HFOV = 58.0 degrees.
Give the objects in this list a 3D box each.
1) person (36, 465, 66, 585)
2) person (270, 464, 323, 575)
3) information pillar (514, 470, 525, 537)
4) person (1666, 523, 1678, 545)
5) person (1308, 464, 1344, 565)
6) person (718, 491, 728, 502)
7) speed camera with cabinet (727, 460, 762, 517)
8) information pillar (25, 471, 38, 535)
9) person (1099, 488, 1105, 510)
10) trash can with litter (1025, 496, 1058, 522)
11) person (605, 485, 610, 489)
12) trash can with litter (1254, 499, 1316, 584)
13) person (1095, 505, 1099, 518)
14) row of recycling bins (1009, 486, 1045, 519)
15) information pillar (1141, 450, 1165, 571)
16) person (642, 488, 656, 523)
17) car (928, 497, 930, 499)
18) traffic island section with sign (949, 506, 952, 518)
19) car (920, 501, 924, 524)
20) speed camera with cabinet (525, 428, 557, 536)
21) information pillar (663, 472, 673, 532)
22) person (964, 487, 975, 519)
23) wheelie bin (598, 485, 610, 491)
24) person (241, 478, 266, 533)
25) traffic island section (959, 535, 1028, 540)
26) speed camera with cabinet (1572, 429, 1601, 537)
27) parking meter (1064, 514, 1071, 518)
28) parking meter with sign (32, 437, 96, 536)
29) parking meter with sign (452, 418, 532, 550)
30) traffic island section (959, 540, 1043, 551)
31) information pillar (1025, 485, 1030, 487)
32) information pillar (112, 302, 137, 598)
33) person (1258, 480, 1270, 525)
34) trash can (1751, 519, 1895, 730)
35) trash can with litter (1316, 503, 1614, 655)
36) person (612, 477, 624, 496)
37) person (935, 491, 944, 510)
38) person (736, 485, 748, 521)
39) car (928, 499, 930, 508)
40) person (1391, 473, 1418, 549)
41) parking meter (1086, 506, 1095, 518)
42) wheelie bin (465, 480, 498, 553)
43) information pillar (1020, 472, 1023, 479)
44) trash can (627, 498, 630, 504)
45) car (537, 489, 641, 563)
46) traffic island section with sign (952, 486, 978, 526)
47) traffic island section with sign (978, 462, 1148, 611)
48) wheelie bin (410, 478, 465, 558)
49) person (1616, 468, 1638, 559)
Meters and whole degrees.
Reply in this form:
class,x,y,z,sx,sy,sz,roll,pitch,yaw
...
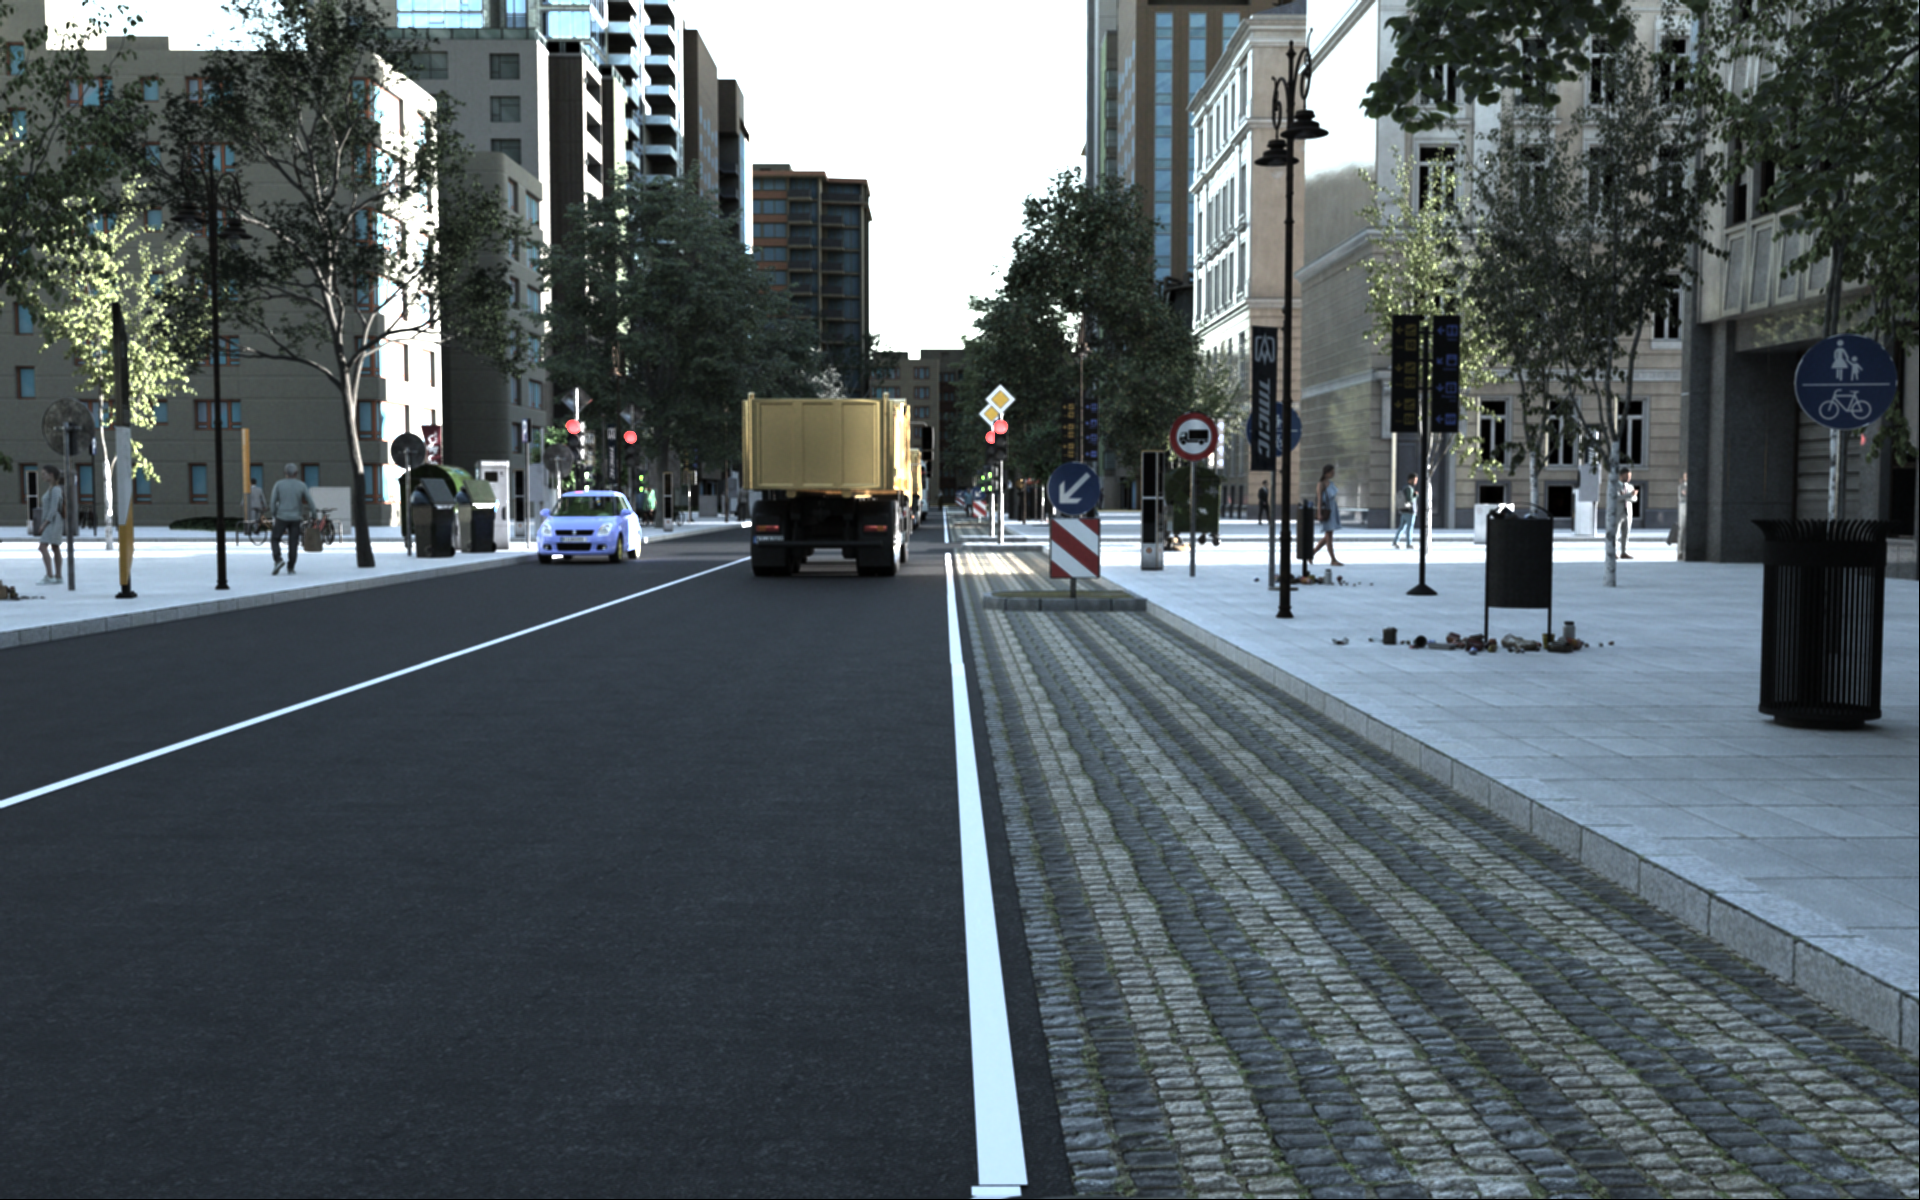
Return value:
class,x,y,z,sx,sy,sz,roll,pitch,yaw
person,-12.970,-1.083,24.748,0.522,1.701,0.512,-3,4,-36
person,-10.629,-1.296,27.712,0.782,1.767,0.515,-2,4,-28
information pillar,-13.212,-2.904,51.971,0.304,2.012,0.304,-1,4,-14
person,18.167,-2.226,42.653,0.699,1.804,1.509,-1,4,-11
person,6.539,-1.525,31.071,0.616,1.811,0.778,-3,5,-44
person,-18.773,-8.119,138.788,0.705,1.824,1.348,3,5,43
speed camera with cabinet,-12.078,-6.257,96.637,2.038,3.252,0.660,-1,4,-11
information pillar,-29.329,-3.074,54.751,0.304,2.012,0.304,-3,4,-37
person,11.613,-8.264,141.606,0.568,1.767,0.683,-1,4,-20
trash can with litter,4.060,-4.561,85.623,2.233,1.210,1.678,0,4,-6
person,-17.154,-4.742,83.761,0.537,1.800,0.526,-3,5,-40
trash can with litter,5.156,-0.874,25.340,1.678,1.210,2.233,1,4,11
person,7.272,-5.323,93.911,0.643,1.720,0.563,-1,4,-9
row of recycling bins,3.439,-5.054,89.749,1.069,1.692,3.534,2,4,26
information pillar,3.242,-1.509,29.160,0.304,2.012,0.304,2,4,28
person,-13.664,-4.267,76.060,0.600,1.795,0.529,-2,4,-32
car,-4.462,-11.507,197.178,2.155,1.783,4.494,0,4,-2
traffic island section with sign,0.462,-5.828,103.913,1.989,1.847,2.006,0,4,-1
car,-2.812,-4.475,84.969,2.131,1.459,4.920,0,4,-2
speed camera with cabinet,-12.671,-3.560,52.549,0.660,3.252,2.038,0,4,0
information pillar,-9.961,-3.336,59.030,0.304,2.012,0.304,-1,4,-14
person,0.557,-5.441,97.474,0.660,1.820,0.620,0,4,2
wheelie bin,-12.625,-3.264,61.271,0.693,1.594,0.980,0,4,-8
person,-22.674,-3.016,55.636,0.678,1.792,0.850,-3,5,-40
traffic island section,0.971,-1.840,52.362,2.009,0.180,2.903,0,4,-1
speed camera with cabinet,18.981,-3.559,52.534,0.660,3.252,2.038,1,4,14
parking meter,5.110,-4.663,81.945,0.399,1.863,0.255,1,4,20
parking meter with sign,-27.237,-3.449,52.652,1.738,3.016,0.543,-1,4,-15
parking meter with sign,-10.762,-2.662,39.779,1.738,3.016,0.543,-2,4,-28
traffic island section,1.050,-1.351,44.377,2.009,0.180,2.903,0,4,-1
information pillar,3.821,-5.789,99.150,0.304,2.012,0.304,2,4,35
information pillar,-10.347,-1.839,21.422,0.183,3.616,0.504,-1,4,-15
person,12.764,-4.067,72.323,0.659,1.850,0.755,-2,4,-35
trash can,4.778,0.125,9.602,0.748,1.137,0.748,0,3,0
trash can with litter,4.307,-0.216,14.587,2.233,1.210,1.678,1,4,23
person,-11.177,-3.076,56.105,0.755,1.850,0.659,2,4,25
person,-1.795,-8.817,153.385,0.721,1.736,1.217,-3,5,-43
person,-10.228,-4.586,81.200,0.592,1.802,0.473,-2,4,-24
car,-4.053,-10.279,180.649,1.945,1.354,3.894,0,4,-2
person,10.479,-2.087,40.511,0.721,1.781,0.623,-1,4,-16
parking meter,5.519,-3.963,73.210,0.372,1.533,0.369,0,3,0
wheelie bin,-10.661,-1.845,38.072,0.693,1.594,0.980,3,5,41
information pillar,3.166,-6.220,93.046,0.504,3.616,0.183,-1,4,-19
trash can,-13.932,-3.649,71.309,0.748,1.137,0.748,0,3,0
car,-7.930,-1.683,37.116,1.945,1.707,3.694,0,4,-2
traffic island section with sign,0.736,-4.179,76.959,1.989,1.847,2.006,0,4,-1
traffic island section with sign,1.282,-0.815,21.956,1.989,1.847,2.006,0,4,-1
wheelie bin,-10.704,-1.663,35.095,0.693,1.594,0.980,2,4,28
person,13.106,-1.709,34.167,0.511,1.800,0.466,-2,4,-31
